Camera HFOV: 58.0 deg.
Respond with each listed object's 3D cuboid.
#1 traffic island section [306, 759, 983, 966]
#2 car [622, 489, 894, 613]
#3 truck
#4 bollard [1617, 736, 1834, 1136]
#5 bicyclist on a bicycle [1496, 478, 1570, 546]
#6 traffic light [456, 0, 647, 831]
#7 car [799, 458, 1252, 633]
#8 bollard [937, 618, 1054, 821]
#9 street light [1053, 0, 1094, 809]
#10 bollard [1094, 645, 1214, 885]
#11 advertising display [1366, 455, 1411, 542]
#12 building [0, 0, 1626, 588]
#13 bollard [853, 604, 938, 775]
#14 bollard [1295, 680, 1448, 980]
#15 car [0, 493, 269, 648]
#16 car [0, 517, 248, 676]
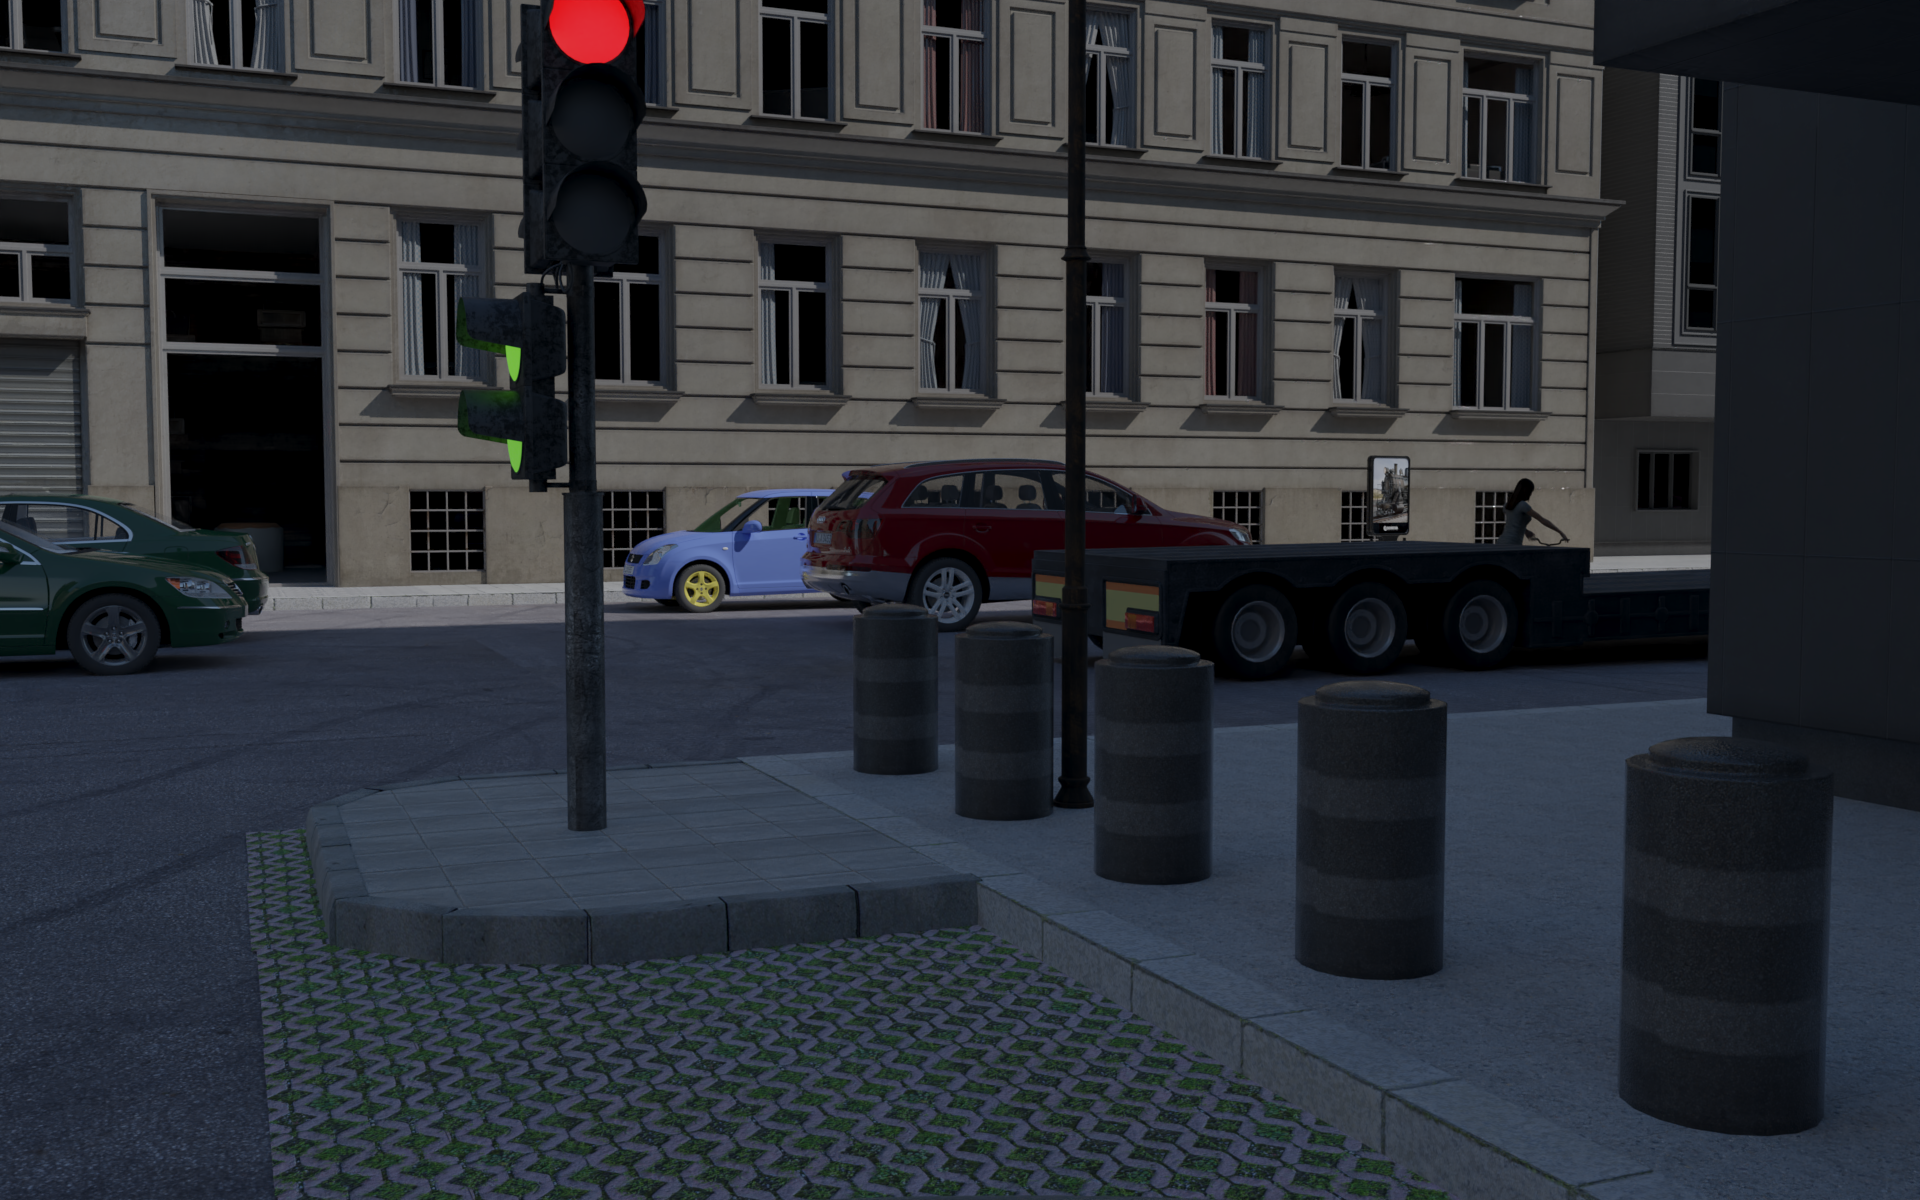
[{"bbox_3d":[-1.410,0.955,6.666,2.009,0.180,2.903,-1,4,-23],"label":"traffic island section"},{"bbox_3d":[-2.409,-0.756,21.952,3.694,1.707,1.945,-1,4,-23],"label":"car"},{"bbox_3d":[9.772,-1.684,17.300,18.799,4.110,2.967,-1,4,-21],"label":"truck"},{"bbox_3d":[1.601,0.678,3.634,0.404,0.777,0.398,0,3,0],"label":"bollard"},{"bbox_3d":[6.503,-0.603,19.880,1.625,1.676,1.499,-1,4,-22],"label":"bicyclist on a bicycle"},{"bbox_3d":[-1.451,-1.077,6.535,0.839,4.253,0.868,-1,4,-23],"label":"traffic light"},{"bbox_3d":[0.862,-0.655,19.379,5.304,1.827,2.281,-2,4,-23],"label":"car"},{"bbox_3d":[0.177,0.474,6.968,0.404,0.777,0.398,0,3,0],"label":"bollard"},{"bbox_3d":[0.470,-2.090,6.963,0.468,5.910,1.993,-1,4,-23],"label":"street light"},{"bbox_3d":[0.654,0.542,5.852,0.404,0.777,0.398,0,3,0],"label":"bollard"},{"bbox_3d":[7.186,-1.458,29.059,0.974,1.923,0.123,-3,4,-37],"label":"advertising display"},{"bbox_3d":[-4.074,-12.205,32.844,30.059,22.955,16.112,-1,4,-23],"label":"building"},{"bbox_3d":[-0.300,0.406,8.072,0.404,0.777,0.398,0,3,0],"label":"bollard"},{"bbox_3d":[1.125,0.610,4.743,0.404,0.777,0.398,0,3,0],"label":"bollard"},{"bbox_3d":[-9.133,-0.272,16.253,4.920,1.459,2.131,-2,4,-24],"label":"car"},{"bbox_3d":[-8.350,-0.124,13.832,4.920,1.459,2.131,-2,4,-25],"label":"car"}]
